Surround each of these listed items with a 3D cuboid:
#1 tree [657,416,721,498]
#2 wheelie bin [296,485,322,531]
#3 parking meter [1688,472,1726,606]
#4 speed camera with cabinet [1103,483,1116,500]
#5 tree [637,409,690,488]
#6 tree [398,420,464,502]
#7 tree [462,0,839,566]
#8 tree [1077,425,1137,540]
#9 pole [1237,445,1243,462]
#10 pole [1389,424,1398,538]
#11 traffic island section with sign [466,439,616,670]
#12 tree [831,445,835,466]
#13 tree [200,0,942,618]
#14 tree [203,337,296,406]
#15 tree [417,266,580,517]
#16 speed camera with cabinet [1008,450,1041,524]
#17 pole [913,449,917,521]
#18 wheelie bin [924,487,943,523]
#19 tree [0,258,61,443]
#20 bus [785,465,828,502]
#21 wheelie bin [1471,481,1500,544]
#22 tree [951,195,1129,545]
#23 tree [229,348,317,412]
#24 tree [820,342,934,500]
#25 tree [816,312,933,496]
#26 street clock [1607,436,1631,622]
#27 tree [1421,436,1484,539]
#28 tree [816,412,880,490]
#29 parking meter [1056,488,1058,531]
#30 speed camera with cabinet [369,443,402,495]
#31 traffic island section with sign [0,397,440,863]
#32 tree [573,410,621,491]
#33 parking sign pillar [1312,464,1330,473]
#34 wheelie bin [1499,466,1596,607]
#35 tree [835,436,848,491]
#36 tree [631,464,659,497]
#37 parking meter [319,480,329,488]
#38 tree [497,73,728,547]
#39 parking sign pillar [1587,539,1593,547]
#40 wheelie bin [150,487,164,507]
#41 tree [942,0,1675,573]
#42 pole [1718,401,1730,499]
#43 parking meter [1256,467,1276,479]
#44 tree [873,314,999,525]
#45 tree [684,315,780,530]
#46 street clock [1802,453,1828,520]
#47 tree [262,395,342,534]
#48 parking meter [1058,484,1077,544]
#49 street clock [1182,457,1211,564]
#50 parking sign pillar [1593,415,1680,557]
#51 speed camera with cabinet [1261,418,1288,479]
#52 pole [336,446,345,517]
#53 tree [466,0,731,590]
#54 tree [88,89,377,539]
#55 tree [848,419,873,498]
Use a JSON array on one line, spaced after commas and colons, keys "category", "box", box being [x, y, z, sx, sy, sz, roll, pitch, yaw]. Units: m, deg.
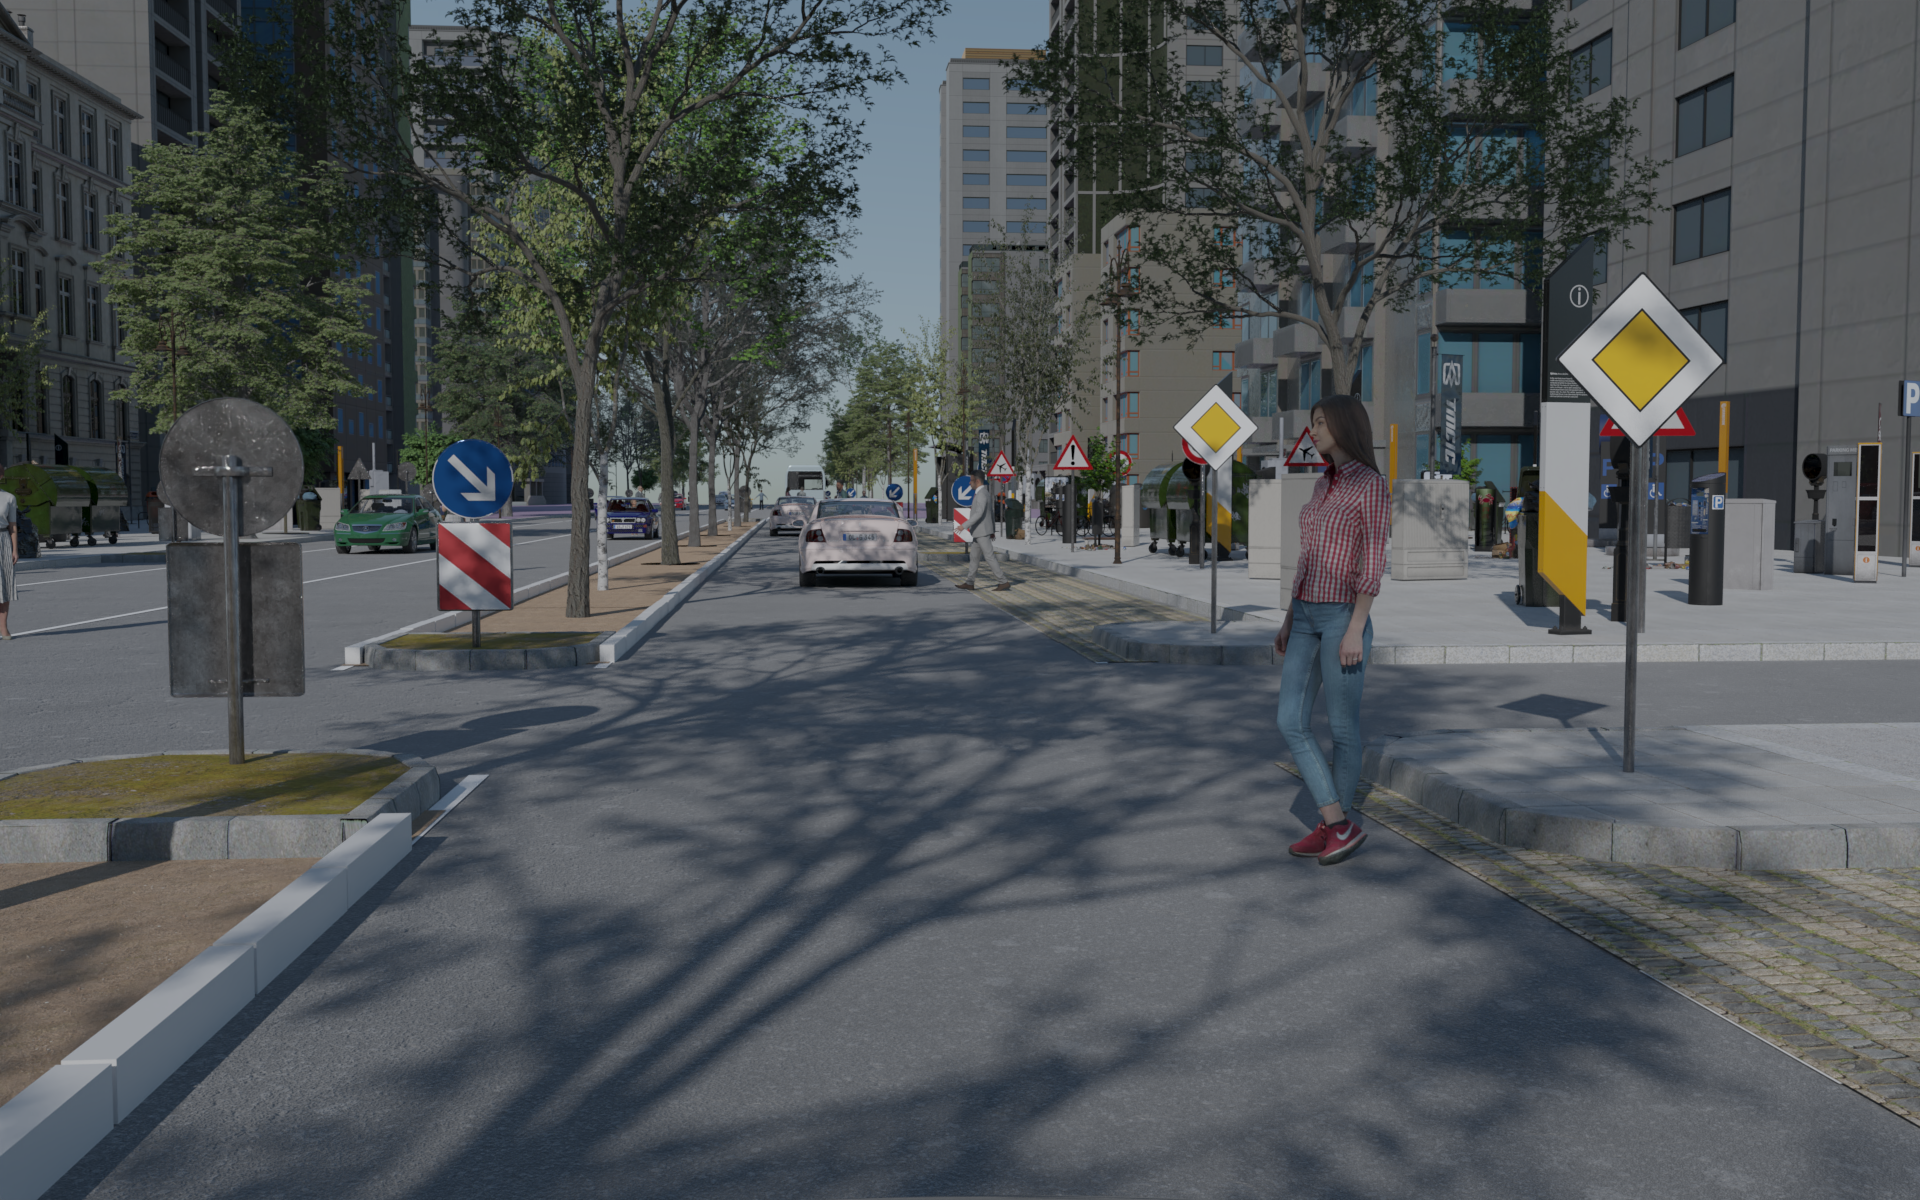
[{"category": "tree", "box": [-38.815, -19.933, 242.904, 9.611, 12.733, 9.660, 0, 3, 0]}, {"category": "wheelie bin", "box": [-24.421, -3.472, 64.671, 0.980, 1.594, 0.693, -3, 5, -43]}, {"category": "parking meter", "box": [8.646, -0.712, 20.045, 0.372, 1.533, 0.369, 0, 3, 0]}, {"category": "speed camera with cabinet", "box": [8.643, -5.975, 92.028, 2.038, 3.252, 0.660, 0, 4, 1]}, {"category": "tree", "box": [-36.107, -17.958, 211.733, 7.486, 12.596, 7.792, 0, 3, 0]}, {"category": "tree", "box": [-23.402, -5.705, 76.998, 4.285, 4.588, 4.351, 0, 3, 0]}, {"category": "tree", "box": [-5.949, -6.507, 34.609, 9.928, 11.665, 9.643, 0, 3, 0]}, {"category": "tree", "box": [3.874, -3.319, 48.869, 1.663, 3.219, 1.824, 0, 3, 0]}, {"category": "pole", "box": [10.509, -4.360, 65.123, 0.158, 3.312, 0.155, 0, 3, 0]}, {"category": "pole", "box": [12.620, -3.463, 50.460, 0.158, 3.312, 0.155, 0, 3, 0]}, {"category": "traffic island section with sign", "box": [-4.089, -0.421, 15.014, 2.006, 1.907, 1.989, 0, 4, -5]}, {"category": "tree", "box": [-12.410, -14.924, 194.373, 4.737, 8.622, 4.395, 0, 3, 0]}, {"category": "tree", "box": [-4.408, -5.045, 19.359, 8.767, 10.594, 7.601, 0, 4, -5]}, {"category": "tree", "box": [-31.076, -7.673, 75.823, 4.360, 8.622, 3.978, 0, 3, 0]}, {"category": "tree", "box": [-25.772, -11.709, 98.101, 9.857, 13.997, 8.962, 0, 3, 0]}, {"category": "speed camera with cabinet", "box": [2.805, -4.925, 74.858, 0.660, 3.252, 2.038, 2, 4, 29]}, {"category": "pole", "box": [-2.018, -5.154, 78.112, 0.158, 3.312, 0.155, 0, 3, 0]}, {"category": "wheelie bin", "box": [-1.143, -4.175, 76.166, 0.693, 1.594, 0.980, -2, 4, -29]}, {"category": "tree", "box": [-29.903, -6.262, 52.752, 4.737, 8.622, 4.395, 0, 3, 0]}, {"category": "bus", "box": [-10.412, -7.493, 117.372, 2.948, 3.499, 13.247, 0, 4, -4]}, {"category": "wheelie bin", "box": [12.590, -2.044, 41.328, 0.693, 1.594, 0.980, 2, 4, 31]}, {"category": "tree", "box": [1.933, -5.714, 43.790, 4.360, 8.622, 3.978, 0, 3, 0]}, {"category": "tree", "box": [-33.912, -8.236, 85.019, 4.737, 8.622, 4.395, 0, 3, 0]}, {"category": "tree", "box": [-5.518, -12.920, 129.364, 7.486, 12.596, 7.792, 0, 3, 0]}, {"category": "tree", "box": [-8.834, -19.664, 177.402, 12.611, 20.169, 13.585, 0, 3, 0]}, {"category": "street clock", "box": [6.676, -0.784, 17.396, 0.358, 2.002, 0.471, 2, 4, 32]}, {"category": "tree", "box": [14.271, -3.370, 49.704, 1.663, 3.219, 1.824, 0, 3, 0]}, {"category": "tree", "box": [-15.595, -19.754, 239.981, 9.611, 12.733, 9.660, 0, 3, 0]}, {"category": "parking meter", "box": [3.400, -3.041, 58.127, 0.372, 1.533, 0.369, 0, 3, 0]}, {"category": "speed camera with cabinet", "box": [-22.075, -4.416, 66.545, 0.660, 3.252, 2.038, -3, 4, -37]}, {"category": "traffic island section with sign", "box": [-3.400, 0.030, 7.639, 2.006, 1.907, 1.989, 0, 4, -5]}, {"category": "tree", "box": [-30.038, -11.863, 144.319, 4.360, 8.622, 3.978, 0, 3, 0]}, {"category": "parking sign pillar", "box": [11.603, -3.991, 53.719, 1.447, 3.967, 1.447, 0, 4, -4]}, {"category": "wheelie bin", "box": [6.763, -0.728, 19.804, 0.980, 1.594, 0.693, 1, 4, 9]}, {"category": "tree", "box": [-7.411, -12.065, 147.626, 4.737, 8.622, 4.395, 0, 3, 0]}, {"category": "tree", "box": [-34.022, -12.411, 186.634, 4.285, 4.588, 4.351, 0, 3, 0]}, {"category": "parking meter", "box": [-26.389, -4.051, 71.941, 0.255, 1.863, 0.399, 1, 4, 13]}, {"category": "tree", "box": [-7.230, -8.182, 46.602, 12.009, 13.543, 11.850, 0, 3, 0]}, {"category": "parking sign pillar", "box": [15.762, -3.272, 41.975, 1.447, 3.967, 1.447, 1, 4, 22]}, {"category": "wheelie bin", "box": [-35.291, -4.179, 76.236, 0.980, 1.594, 0.693, -2, 4, -35]}, {"category": "tree", "box": [4.950, -5.351, 21.903, 8.767, 10.594, 7.601, -1, 4, -14]}, {"category": "pole", "box": [16.834, -2.713, 38.206, 0.158, 3.312, 0.155, 0, 3, 0]}, {"category": "parking meter", "box": [6.495, -1.907, 36.890, 0.399, 1.863, 0.255, -1, 4, -22]}, {"category": "tree", "box": [-0.702, -7.375, 70.940, 4.737, 8.622, 4.395, 0, 3, 0]}, {"category": "tree", "box": [-8.957, -6.999, 67.257, 4.360, 8.622, 3.978, 0, 3, 0]}, {"category": "street clock", "box": [15.250, -1.608, 30.867, 0.358, 2.002, 0.471, -1, 4, -17]}, {"category": "tree", "box": [-21.733, -4.409, 55.795, 4.285, 4.588, 4.351, 0, 3, 0]}, {"category": "parking meter", "box": [2.845, -2.238, 44.997, 0.372, 1.533, 0.369, 0, 3, 0]}, {"category": "street clock", "box": [4.307, -1.655, 31.623, 0.471, 2.002, 0.358, 2, 4, 31]}, {"category": "parking sign pillar", "box": [14.249, -2.910, 36.056, 1.447, 3.967, 1.447, 0, 4, 2]}, {"category": "speed camera with cabinet", "box": [8.079, -3.134, 45.579, 0.660, 3.252, 2.038, 0, 4, -5]}, {"category": "pole", "box": [-26.379, -4.893, 73.849, 0.158, 3.312, 0.155, 0, 3, 0]}, {"category": "tree", "box": [-5.347, -4.452, 25.615, 4.737, 8.622, 4.395, 0, 3, 0]}, {"category": "tree", "box": [-20.276, -7.988, 48.735, 7.486, 12.596, 7.792, 0, 3, 0]}, {"category": "tree", "box": [-6.331, -11.743, 142.365, 4.737, 8.622, 4.395, 0, 3, 0]}]
